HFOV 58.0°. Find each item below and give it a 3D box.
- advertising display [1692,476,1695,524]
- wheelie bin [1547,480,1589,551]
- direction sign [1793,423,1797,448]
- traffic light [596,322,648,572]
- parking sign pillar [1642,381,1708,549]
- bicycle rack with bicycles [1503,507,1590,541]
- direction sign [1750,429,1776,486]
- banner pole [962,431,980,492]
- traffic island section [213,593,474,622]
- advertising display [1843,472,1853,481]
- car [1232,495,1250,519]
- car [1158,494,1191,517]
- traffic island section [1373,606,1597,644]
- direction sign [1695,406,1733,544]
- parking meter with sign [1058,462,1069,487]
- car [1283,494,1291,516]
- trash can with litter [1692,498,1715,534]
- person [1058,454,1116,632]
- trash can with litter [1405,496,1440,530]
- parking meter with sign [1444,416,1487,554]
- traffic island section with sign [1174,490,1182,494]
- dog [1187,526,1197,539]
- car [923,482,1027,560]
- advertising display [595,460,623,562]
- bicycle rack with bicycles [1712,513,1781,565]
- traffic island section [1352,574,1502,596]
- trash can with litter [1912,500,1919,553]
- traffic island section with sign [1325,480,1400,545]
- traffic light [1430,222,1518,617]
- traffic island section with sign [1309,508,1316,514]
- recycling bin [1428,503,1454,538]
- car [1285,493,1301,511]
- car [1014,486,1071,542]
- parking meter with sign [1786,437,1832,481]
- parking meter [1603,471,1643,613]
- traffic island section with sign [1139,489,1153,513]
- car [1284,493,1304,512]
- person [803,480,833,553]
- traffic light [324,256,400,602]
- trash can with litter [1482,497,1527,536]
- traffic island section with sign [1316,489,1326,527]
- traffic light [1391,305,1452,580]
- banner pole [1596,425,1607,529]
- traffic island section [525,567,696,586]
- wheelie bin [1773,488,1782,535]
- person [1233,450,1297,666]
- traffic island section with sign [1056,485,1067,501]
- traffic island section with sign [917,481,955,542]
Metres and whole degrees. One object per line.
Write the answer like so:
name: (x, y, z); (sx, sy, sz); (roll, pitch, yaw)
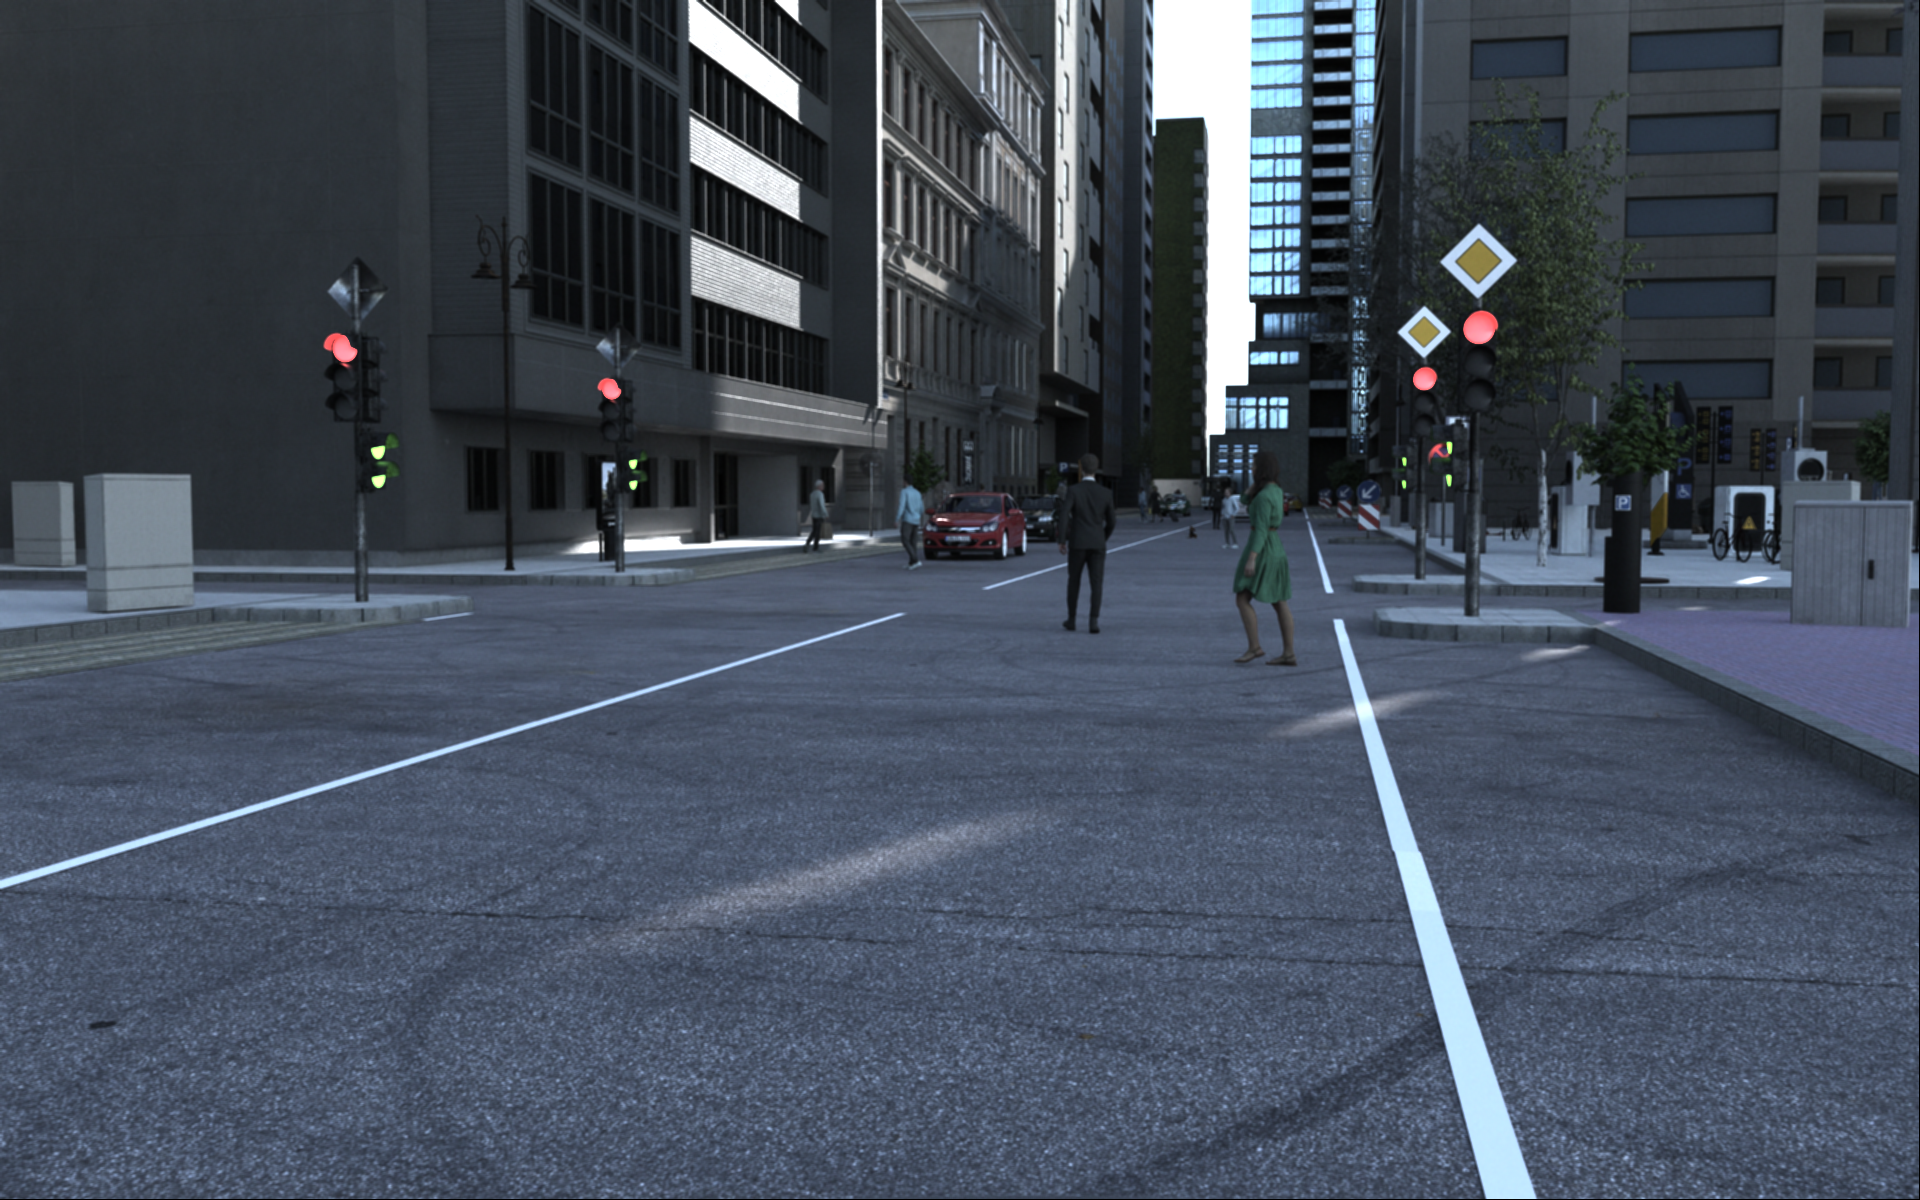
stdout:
advertising display: (26.332, -3.519, 62.747); (0.123, 1.923, 0.974); (0, 4, -3)
wheelie bin: (13.289, -1.835, 37.908); (0.693, 1.594, 0.980); (2, 4, 34)
direction sign: (26.821, -3.889, 55.575); (0.379, 3.537, 0.876); (3, 4, 39)
traffic light: (-5.575, -2.412, 28.362); (0.839, 4.253, 0.868); (1, 4, 11)
parking sign pillar: (16.893, -3.201, 40.810); (1.447, 3.967, 1.447); (0, 4, 8)
bicycle rack with bicycles: (16.274, -2.114, 47.940); (2.852, 0.926, 2.925); (2, 4, 27)
direction sign: (27.730, -4.151, 59.874); (0.876, 3.537, 0.379); (0, 4, -1)
banner pole: (0.489, -4.818, 68.796); (0.863, 3.779, 0.401); (0, 4, -3)
traffic island section: (-7.152, 0.099, 20.668); (2.009, 0.180, 2.903); (1, 4, 11)
advertising display: (25.821, -2.765, 50.419); (0.123, 1.923, 0.974); (1, 4, 20)
car: (14.719, -4.762, 90.228); (2.083, 1.381, 4.827); (1, 4, 11)
car: (13.838, -6.103, 111.581); (2.131, 1.459, 4.920); (1, 4, 12)
traffic island section: (5.400, 0.249, 18.207); (2.009, 0.180, 2.903); (1, 4, 11)
direction sign: (19.481, -3.230, 44.804); (0.876, 3.537, 0.379); (2, 4, 35)
parking meter with sign: (5.551, -5.998, 94.335); (0.543, 3.016, 1.738); (1, 4, 10)
car: (20.754, -6.432, 114.210); (2.155, 1.783, 4.494); (1, 4, 10)
trash can with litter: (23.800, -2.691, 55.383); (1.055, 1.170, 0.624); (-2, 4, -33)
person: (1.288, -0.597, 18.032); (0.659, 1.850, 0.755); (0, 4, -8)
trash can with litter: (16.894, -3.159, 62.711); (2.233, 1.210, 1.678); (-2, 4, -26)
parking meter with sign: (11.147, -2.555, 38.041); (0.543, 3.016, 1.738); (0, 4, -2)
traffic island section with sign: (19.523, -8.937, 154.751); (1.989, 1.847, 2.006); (1, 4, 11)
dog: (7.468, -2.201, 56.173); (0.550, 0.427, 0.748); (3, 4, 37)
car: (0.372, -1.842, 39.165); (2.155, 1.783, 4.494); (1, 4, 11)
advertising display: (-6.710, -1.711, 33.190); (0.123, 1.923, 0.974); (1, 4, 13)
bicycle rack with bicycles: (15.615, -1.150, 32.177); (2.852, 0.926, 2.925); (0, 4, 6)
traffic island section: (6.939, -0.230, 26.043); (2.009, 0.180, 2.903); (1, 4, 11)
trash can with litter: (20.999, -1.654, 38.099); (1.678, 1.210, 2.233); (-2, 4, -28)
traffic island section with sign: (11.702, -2.541, 50.179); (1.989, 1.847, 2.006); (1, 4, 11)
traffic light: (5.363, -1.785, 18.101); (0.839, 4.253, 0.868); (1, 4, 11)
traffic island section with sign: (26.614, -7.188, 126.146); (1.989, 1.847, 2.006); (1, 4, 11)
recycling bin: (14.259, -2.353, 51.020); (0.722, 1.027, 0.722); (0, 4, -2)
car: (27.329, -8.269, 144.244); (2.155, 1.783, 4.494); (1, 4, 10)
car: (2.322, -2.633, 52.835); (2.009, 1.686, 4.222); (1, 4, 12)
parking meter with sign: (26.141, -3.456, 52.774); (1.738, 3.016, 0.543); (0, 4, 8)
parking meter: (7.183, -0.633, 18.759); (0.372, 1.533, 0.369); (0, 3, 0)
traffic island section with sign: (14.325, -7.319, 128.300); (1.989, 1.847, 2.006); (1, 4, 11)
car: (26.478, -7.842, 138.433); (2.015, 1.641, 3.980); (1, 4, 10)
person: (-3.403, -1.992, 41.561); (0.515, 1.767, 0.782); (-2, 4, -35)
traffic light: (-7.114, -1.933, 20.526); (0.839, 4.253, 0.868); (1, 4, 11)
trash can with litter: (16.549, -2.620, 53.897); (2.233, 1.210, 1.678); (0, 4, 6)
traffic island section with sign: (16.883, -4.159, 76.633); (1.989, 1.847, 2.006); (1, 4, 11)
traffic light: (6.902, -2.264, 25.936); (0.839, 4.253, 0.868); (1, 4, 11)
banner pole: (23.271, -4.470, 63.102); (0.863, 3.779, 0.401); (-2, 4, -33)
traffic island section: (-5.613, -0.381, 28.504); (2.009, 0.180, 2.903); (1, 4, 11)
wheelie bin: (25.956, -2.849, 54.492); (0.693, 1.594, 0.980); (0, 4, -1)
person: (2.549, -0.347, 14.424); (0.529, 1.795, 0.600); (1, 4, 14)
traffic island section with sign: (4.694, -4.319, 79.237); (1.989, 1.847, 2.006); (1, 4, 11)
traffic island section with sign: (-0.531, -2.688, 52.582); (1.989, 1.847, 2.006); (1, 4, 11)
